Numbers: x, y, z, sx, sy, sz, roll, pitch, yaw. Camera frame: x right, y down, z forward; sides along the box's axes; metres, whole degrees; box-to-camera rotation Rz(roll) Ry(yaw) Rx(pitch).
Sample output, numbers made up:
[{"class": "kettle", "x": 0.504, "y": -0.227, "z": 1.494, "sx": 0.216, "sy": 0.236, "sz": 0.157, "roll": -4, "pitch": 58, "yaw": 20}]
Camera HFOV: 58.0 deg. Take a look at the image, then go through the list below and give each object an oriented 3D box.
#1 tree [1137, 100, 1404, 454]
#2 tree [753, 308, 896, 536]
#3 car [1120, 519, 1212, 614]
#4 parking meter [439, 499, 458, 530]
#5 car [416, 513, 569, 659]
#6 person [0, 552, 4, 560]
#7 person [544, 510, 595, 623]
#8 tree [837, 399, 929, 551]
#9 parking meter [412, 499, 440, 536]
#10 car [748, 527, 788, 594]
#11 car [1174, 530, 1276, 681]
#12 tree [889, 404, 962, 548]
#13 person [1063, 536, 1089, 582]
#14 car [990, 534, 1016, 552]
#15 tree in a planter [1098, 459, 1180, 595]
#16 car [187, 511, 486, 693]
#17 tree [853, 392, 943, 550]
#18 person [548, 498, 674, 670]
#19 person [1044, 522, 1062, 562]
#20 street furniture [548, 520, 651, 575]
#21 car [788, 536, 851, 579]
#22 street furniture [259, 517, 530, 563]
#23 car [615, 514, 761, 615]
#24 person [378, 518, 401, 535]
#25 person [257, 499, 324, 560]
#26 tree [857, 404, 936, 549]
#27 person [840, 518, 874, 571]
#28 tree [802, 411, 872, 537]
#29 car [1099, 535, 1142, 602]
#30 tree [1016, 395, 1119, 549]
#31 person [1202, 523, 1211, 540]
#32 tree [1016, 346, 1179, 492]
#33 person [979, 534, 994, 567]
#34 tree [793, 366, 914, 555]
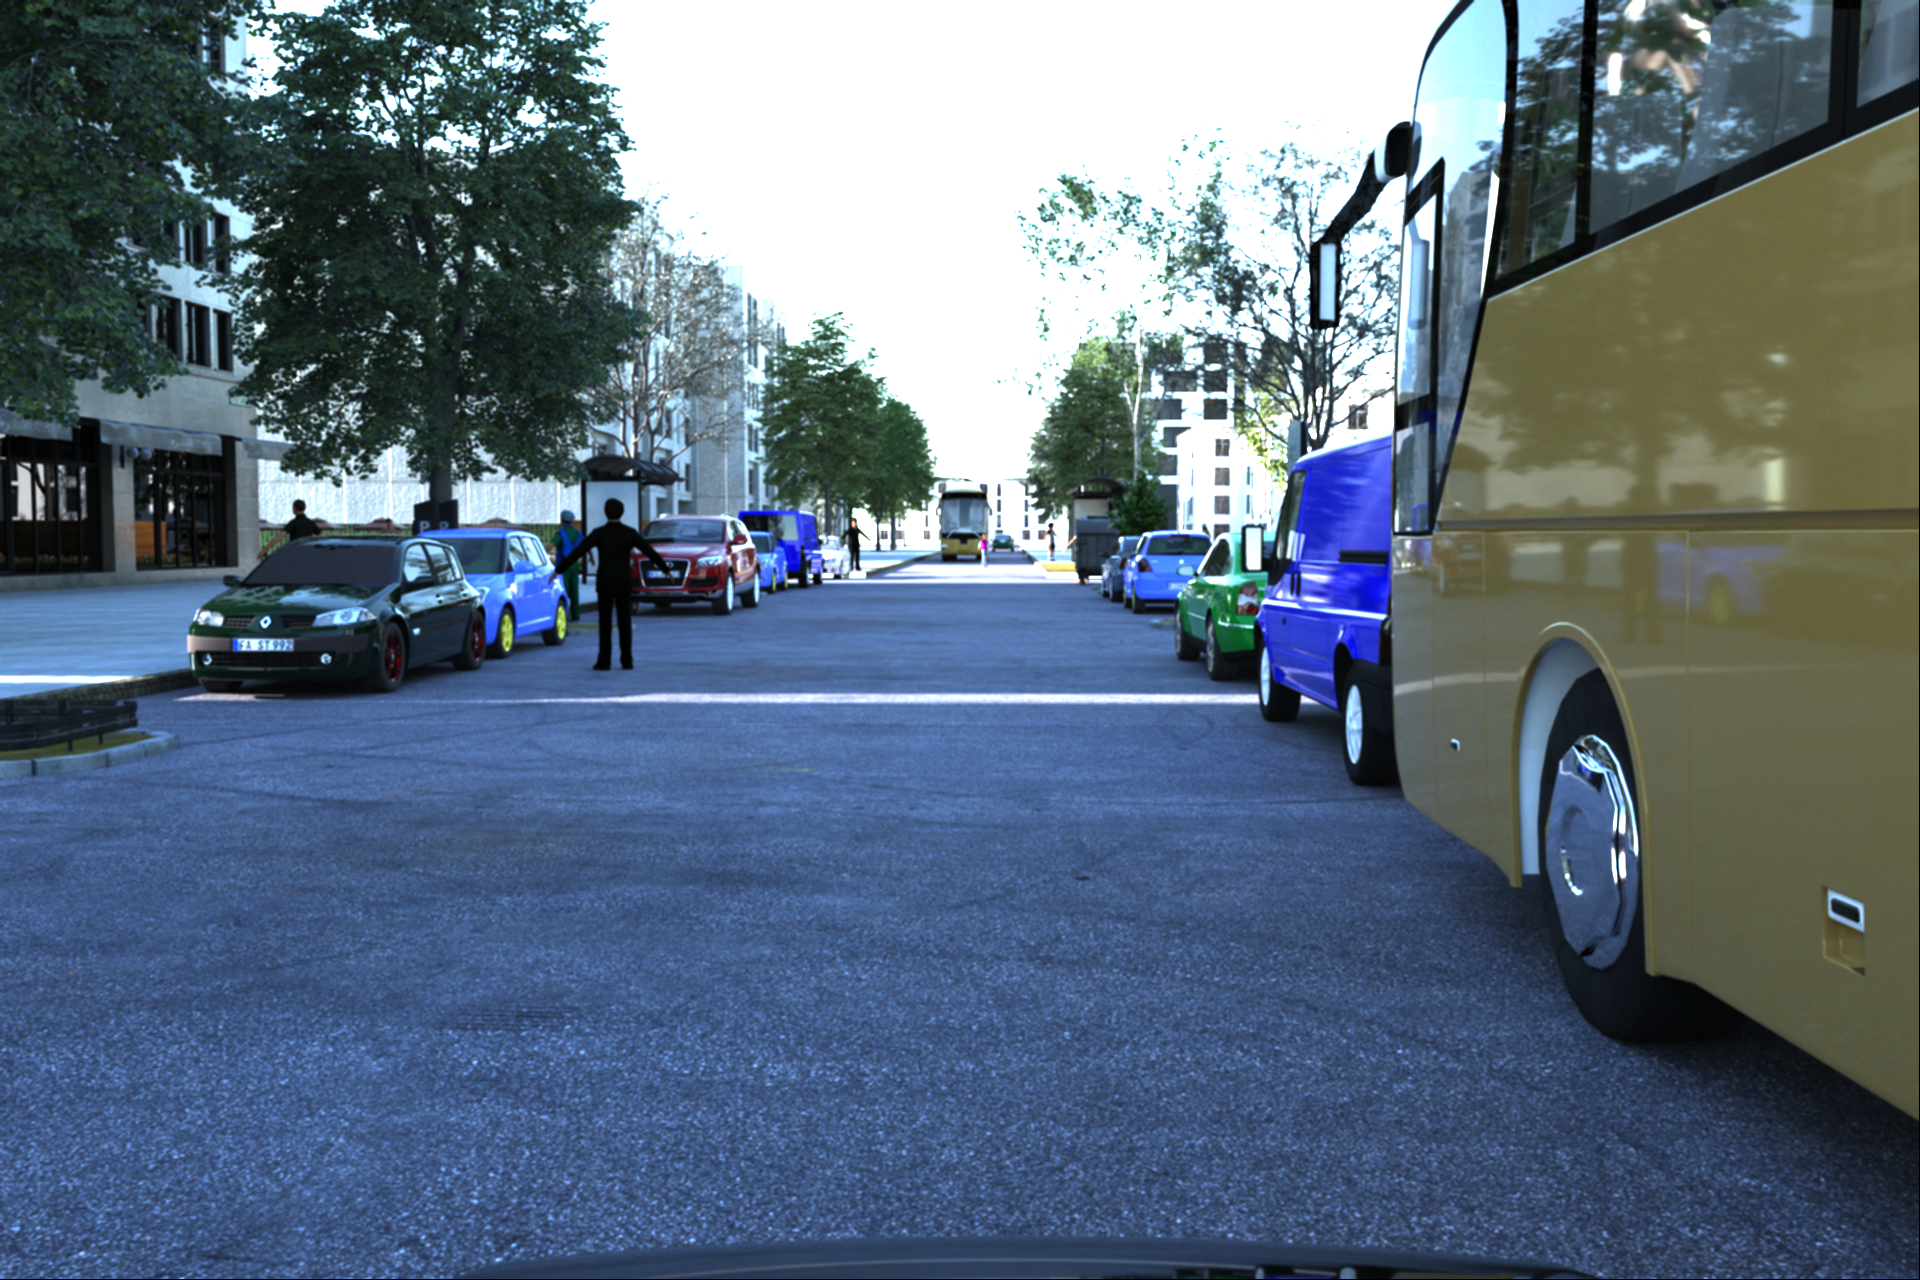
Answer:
[{"class": "tree", "x": 10.084, "y": -8.477, "z": 48.965, "sx": 12.009, "sy": 13.543, "sz": 11.850, "roll": 0, "pitch": 3, "yaw": 0}, {"class": "tree", "x": -6.864, "y": -10.331, "z": 87.047, "sx": 7.486, "sy": 12.596, "sz": 7.792, "roll": 0, "pitch": 3, "yaw": 0}, {"class": "car", "x": 3.982, "y": -1.397, "z": 32.433, "sx": 1.945, "sy": 1.707, "sz": 3.694, "roll": 0, "pitch": 4, "yaw": 2}, {"class": "parking meter", "x": -8.672, "y": -1.436, "z": 29.197, "sx": 0.399, "sy": 1.863, "sz": 0.255, "roll": 0, "pitch": 4, "yaw": 1}, {"class": "car", "x": -6.000, "y": -0.701, "z": 21.054, "sx": 1.945, "sy": 1.707, "sz": 3.694, "roll": 0, "pitch": 4, "yaw": 2}, {"class": "person", "x": -14.681, "y": -1.183, "z": 25.405, "sx": 0.705, "sy": 1.821, "sz": 1.348, "roll": 1, "pitch": 4, "yaw": 21}, {"class": "person", "x": -6.359, "y": -1.186, "z": 27.973, "sx": 0.704, "sy": 1.817, "sz": 1.347, "roll": 2, "pitch": 4, "yaw": 34}, {"class": "tree", "x": -6.037, "y": -12.440, "z": 129.155, "sx": 9.928, "sy": 11.665, "sz": 9.643, "roll": 0, "pitch": 3, "yaw": 0}, {"class": "parking meter", "x": -8.850, "y": -1.409, "z": 28.748, "sx": 0.399, "sy": 1.863, "sz": 0.255, "roll": 0, "pitch": 4, "yaw": 2}, {"class": "car", "x": -5.252, "y": -2.021, "z": 42.639, "sx": 1.945, "sy": 1.707, "sz": 3.694, "roll": 0, "pitch": 4, "yaw": 1}, {"class": "car", "x": 3.339, "y": -0.581, "z": 18.297, "sx": 1.959, "sy": 1.807, "sz": 4.718, "roll": 0, "pitch": 4, "yaw": 0}, {"class": "tree", "x": -5.289, "y": -15.442, "z": 162.839, "sx": 12.009, "sy": 13.543, "sz": 11.850, "roll": 0, "pitch": 3, "yaw": 0}, {"class": "person", "x": 3.645, "y": -2.643, "z": 51.529, "sx": 1.347, "sy": 1.847, "sz": 0.705, "roll": -3, "pitch": 4, "yaw": -36}, {"class": "car", "x": 3.525, "y": -7.962, "z": 141.981, "sx": 2.131, "sy": 1.459, "sz": 4.920, "roll": 0, "pitch": 4, "yaw": 2}, {"class": "tree in a planter", "x": 4.302, "y": -2.692, "z": 41.237, "sx": 1.991, "sy": 3.239, "sz": 1.994, "roll": 0, "pitch": 4, "yaw": 2}, {"class": "car", "x": -5.948, "y": -0.435, "z": 16.900, "sx": 2.009, "sy": 1.686, "sz": 4.222, "roll": 0, "pitch": 4, "yaw": 1}, {"class": "tree", "x": -5.150, "y": -13.478, "z": 138.500, "sx": 7.486, "sy": 12.596, "sz": 7.792, "roll": 0, "pitch": 3, "yaw": 0}, {"class": "person", "x": -3.663, "y": -0.592, "z": 18.316, "sx": 1.347, "sy": 1.806, "sz": 0.705, "roll": -2, "pitch": 4, "yaw": -24}, {"class": "person", "x": 4.277, "y": -4.545, "z": 80.457, "sx": 0.704, "sy": 1.843, "sz": 1.345, "roll": 3, "pitch": 4, "yaw": 38}, {"class": "street furniture", "x": -11.781, "y": -3.078, "z": 57.176, "sx": 9.812, "sy": 1.723, "sz": 11.010, "roll": 0, "pitch": 4, "yaw": -1}, {"class": "car", "x": -4.621, "y": -2.700, "z": 56.499, "sx": 2.083, "sy": 1.381, "sz": 4.827, "roll": 0, "pitch": 4, "yaw": 2}, {"class": "street furniture", "x": -32.175, "y": -3.906, "z": 68.897, "sx": 27.439, "sy": 1.986, "sz": 14.083, "roll": 1, "pitch": 4, "yaw": 10}, {"class": "car", "x": -5.010, "y": -1.448, "z": 32.350, "sx": 2.281, "sy": 1.827, "sz": 5.304, "roll": 0, "pitch": 4, "yaw": 2}, {"class": "person", "x": -16.539, "y": -2.656, "z": 50.229, "sx": 1.217, "sy": 1.737, "sz": 0.721, "roll": -2, "pitch": 4, "yaw": -24}, {"class": "person", "x": -9.963, "y": -1.217, "z": 26.120, "sx": 0.705, "sy": 1.803, "sz": 1.348, "roll": 2, "pitch": 4, "yaw": 31}, {"class": "tree", "x": -5.711, "y": -14.196, "z": 150.238, "sx": 7.486, "sy": 12.596, "sz": 7.792, "roll": 0, "pitch": 3, "yaw": 0}, {"class": "person", "x": -3.658, "y": -3.332, "z": 60.414, "sx": 1.347, "sy": 1.837, "sz": 0.705, "roll": -2, "pitch": 4, "yaw": -28}, {"class": "tree", "x": -6.929, "y": -8.943, "z": 96.582, "sx": 4.737, "sy": 8.622, "sz": 4.395, "roll": 0, "pitch": 3, "yaw": 0}, {"class": "car", "x": 4.065, "y": -1.578, "z": 37.801, "sx": 2.014, "sy": 1.417, "sz": 4.499, "roll": 0, "pitch": 4, "yaw": 1}, {"class": "tree", "x": 9.478, "y": -14.883, "z": 149.995, "sx": 9.857, "sy": 13.997, "sz": 8.962, "roll": 0, "pitch": 3, "yaw": 0}, {"class": "person", "x": 12.948, "y": -5.264, "z": 91.837, "sx": 0.705, "sy": 1.858, "sz": 1.354, "roll": 3, "pitch": 5, "yaw": 42}, {"class": "tree", "x": 8.740, "y": -12.335, "z": 112.041, "sx": 12.009, "sy": 13.543, "sz": 11.850, "roll": 0, "pitch": 3, "yaw": 0}, {"class": "person", "x": 1.108, "y": -3.829, "z": 74.320, "sx": 0.599, "sy": 1.433, "sz": 0.991, "roll": 3, "pitch": 5, "yaw": 40}, {"class": "tree", "x": -6.678, "y": -11.021, "z": 105.954, "sx": 9.928, "sy": 11.665, "sz": 9.643, "roll": 0, "pitch": 3, "yaw": 0}]
